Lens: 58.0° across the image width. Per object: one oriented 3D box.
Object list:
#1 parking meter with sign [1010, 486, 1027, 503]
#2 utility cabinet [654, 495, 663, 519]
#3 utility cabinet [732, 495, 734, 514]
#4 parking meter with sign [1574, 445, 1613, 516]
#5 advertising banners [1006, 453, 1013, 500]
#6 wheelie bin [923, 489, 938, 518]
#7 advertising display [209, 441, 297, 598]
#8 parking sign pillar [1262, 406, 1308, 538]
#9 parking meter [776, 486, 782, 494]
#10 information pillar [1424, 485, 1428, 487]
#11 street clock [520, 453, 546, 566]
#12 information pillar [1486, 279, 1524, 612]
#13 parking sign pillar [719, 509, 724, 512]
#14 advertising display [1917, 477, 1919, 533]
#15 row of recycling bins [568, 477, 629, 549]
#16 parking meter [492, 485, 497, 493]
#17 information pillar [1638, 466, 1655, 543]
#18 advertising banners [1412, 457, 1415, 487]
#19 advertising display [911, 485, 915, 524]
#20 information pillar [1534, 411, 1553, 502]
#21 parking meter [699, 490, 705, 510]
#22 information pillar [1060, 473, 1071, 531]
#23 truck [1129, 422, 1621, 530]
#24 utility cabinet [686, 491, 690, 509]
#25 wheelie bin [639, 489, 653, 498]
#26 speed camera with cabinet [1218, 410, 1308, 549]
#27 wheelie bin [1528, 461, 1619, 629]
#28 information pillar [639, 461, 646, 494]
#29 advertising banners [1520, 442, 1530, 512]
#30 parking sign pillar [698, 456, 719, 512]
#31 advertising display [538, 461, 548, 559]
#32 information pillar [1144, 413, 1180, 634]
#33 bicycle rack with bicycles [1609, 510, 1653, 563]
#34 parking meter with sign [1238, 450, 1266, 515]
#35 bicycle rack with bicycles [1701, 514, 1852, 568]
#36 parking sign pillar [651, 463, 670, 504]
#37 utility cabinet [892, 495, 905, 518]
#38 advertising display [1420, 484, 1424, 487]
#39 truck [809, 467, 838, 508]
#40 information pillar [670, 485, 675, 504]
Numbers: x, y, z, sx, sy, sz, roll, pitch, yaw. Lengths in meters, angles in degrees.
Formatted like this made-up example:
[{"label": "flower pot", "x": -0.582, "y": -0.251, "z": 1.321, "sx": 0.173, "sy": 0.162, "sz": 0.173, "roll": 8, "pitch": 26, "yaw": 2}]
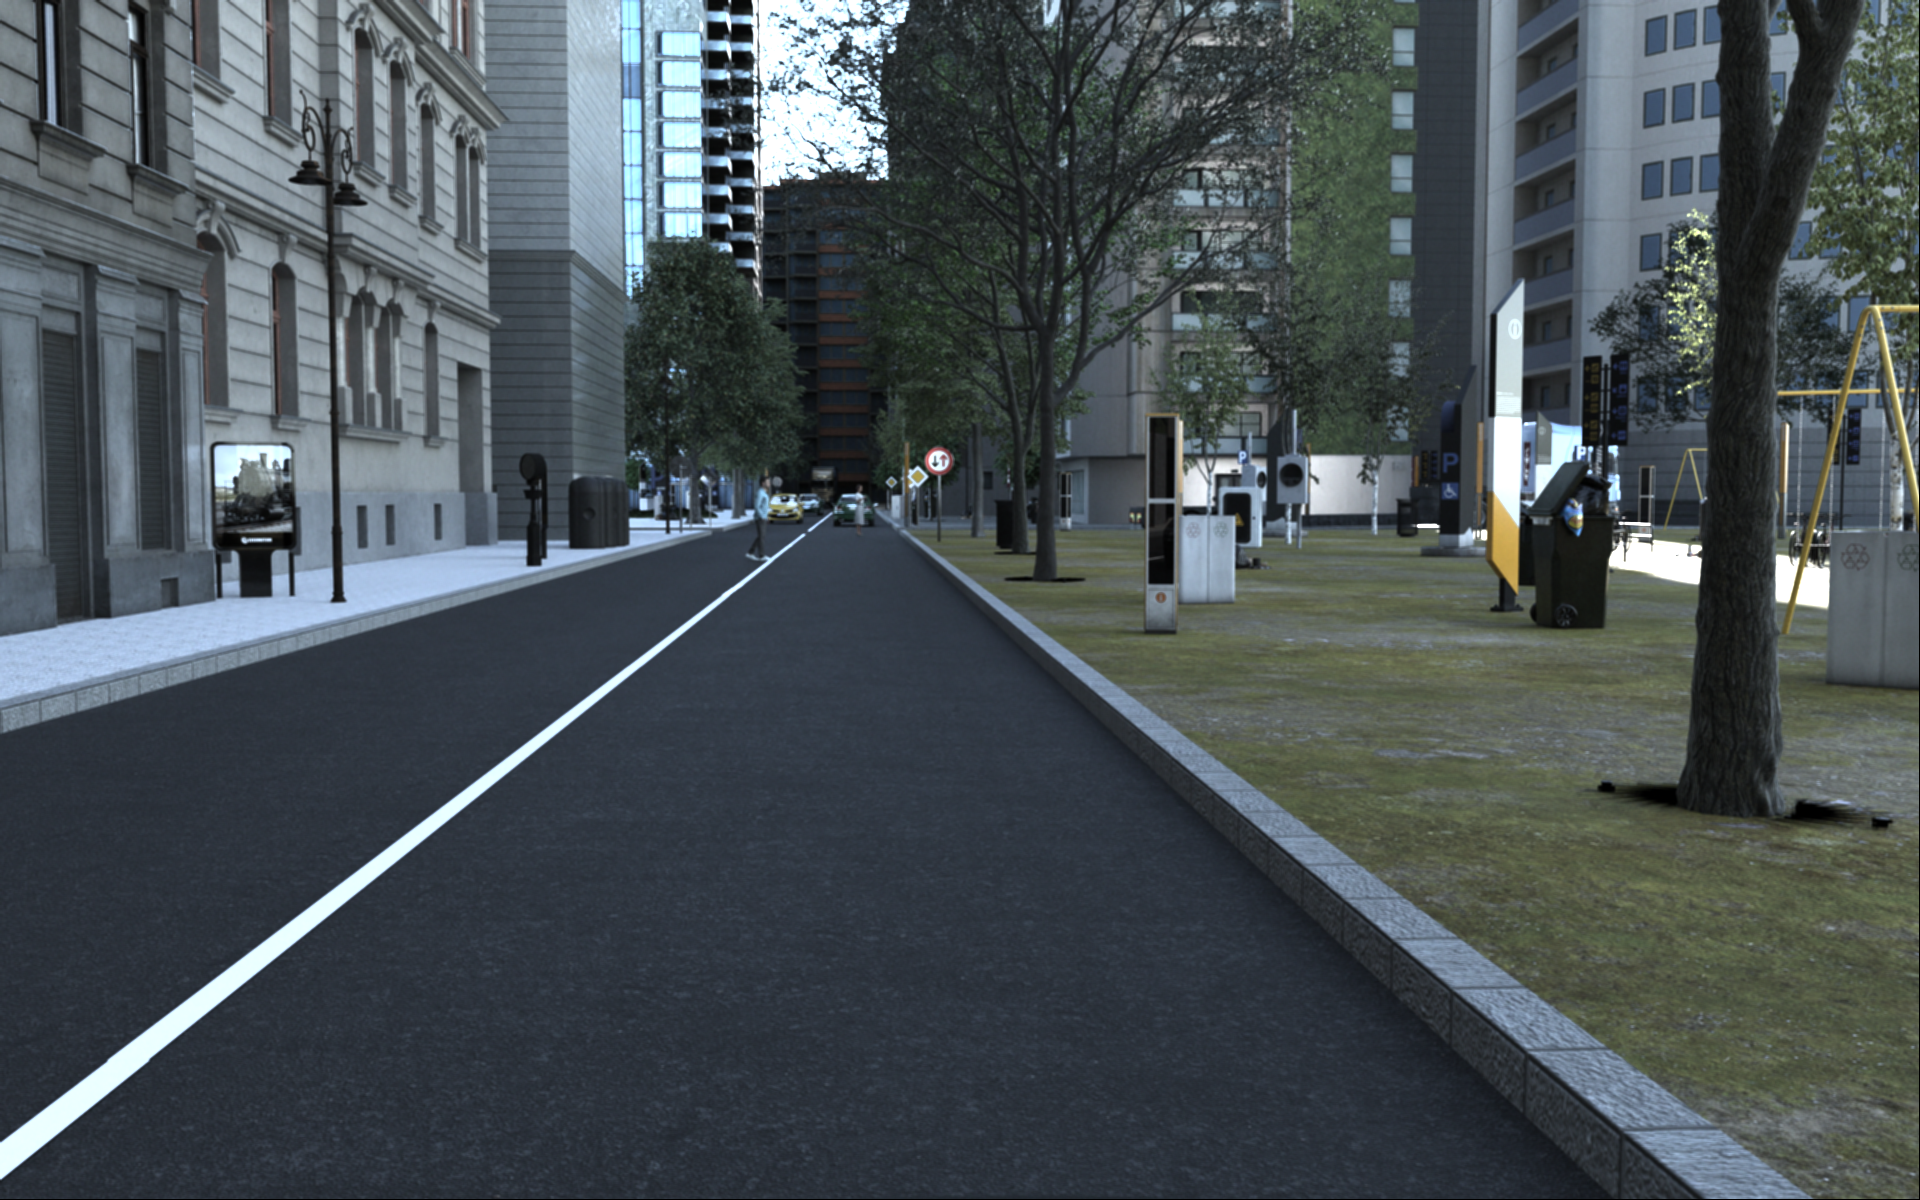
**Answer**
[{"label": "parking meter with sign", "x": 3.040, "y": -5.939, "z": 93.355, "sx": 0.543, "sy": 3.016, "sz": 1.738, "roll": 3, "pitch": 5, "yaw": 42}, {"label": "utility cabinet", "x": -15.557, "y": -4.781, "z": 89.336, "sx": 0.306, "sy": 1.237, "sz": 1.020, "roll": 0, "pitch": 4, "yaw": 0}, {"label": "utility cabinet", "x": -13.156, "y": -5.589, "z": 102.540, "sx": 0.306, "sy": 1.237, "sz": 1.020, "roll": 1, "pitch": 4, "yaw": 19}, {"label": "parking meter with sign", "x": 22.263, "y": -3.947, "z": 60.786, "sx": 0.543, "sy": 3.016, "sz": 1.738, "roll": -1, "pitch": 4, "yaw": -14}, {"label": "advertising banners", "x": 2.312, "y": -4.785, "z": 74.419, "sx": 0.090, "sy": 3.025, "sz": 2.074, "roll": 1, "pitch": 4, "yaw": 20}, {"label": "wheelie bin", "x": -1.587, "y": -5.268, "z": 94.040, "sx": 0.693, "sy": 1.594, "sz": 0.980, "roll": 1, "pitch": 4, "yaw": 16}, {"label": "advertising display", "x": -8.765, "y": -0.996, "z": 21.504, "sx": 0.974, "sy": 1.923, "sz": 0.123, "roll": -2, "pitch": 4, "yaw": -32}, {"label": "parking sign pillar", "x": 9.683, "y": -3.869, "z": 51.727, "sx": 1.447, "sy": 3.967, "sz": 1.447, "roll": -1, "pitch": 4, "yaw": -22}, {"label": "parking meter", "x": -13.224, "y": -7.383, "z": 126.420, "sx": 0.399, "sy": 1.863, "sz": 0.255, "roll": 3, "pitch": 5, "yaw": 44}, {"label": "information pillar", "x": 36.536, "y": -8.027, "z": 135.736, "sx": 0.304, "sy": 2.012, "sz": 0.304, "roll": -2, "pitch": 4, "yaw": -27}, {"label": "street clock", "x": -7.602, "y": -1.608, "z": 30.856, "sx": 0.471, "sy": 2.002, "sz": 0.358, "roll": 3, "pitch": 5, "yaw": 40}, {"label": "information pillar", "x": 5.925, "y": -1.679, "z": 18.813, "sx": 0.504, "sy": 3.616, "sz": 0.183, "roll": -3, "pitch": 4, "yaw": -36}, {"label": "parking sign pillar", "x": -17.834, "y": -8.369, "z": 125.308, "sx": 1.447, "sy": 3.967, "sz": 1.447, "roll": -1, "pitch": 4, "yaw": -15}, {"label": "advertising display", "x": 26.974, "y": -2.623, "z": 48.094, "sx": 0.974, "sy": 1.923, "sz": 0.123, "roll": -1, "pitch": 4, "yaw": -15}, {"label": "row of recycling bins", "x": -8.726, "y": -2.144, "z": 42.163, "sx": 1.069, "sy": 1.692, "sz": 3.534, "roll": 0, "pitch": 4, "yaw": 1}, {"label": "parking meter", "x": -12.738, "y": -2.357, "z": 46.942, "sx": 0.372, "sy": 1.533, "sz": 0.369, "roll": 0, "pitch": 3, "yaw": 0}, {"label": "information pillar", "x": 18.041, "y": -2.510, "z": 45.523, "sx": 0.304, "sy": 2.012, "sz": 0.304, "roll": 3, "pitch": 4, "yaw": 38}, {"label": "advertising banners", "x": 21.768, "y": -5.187, "z": 80.998, "sx": 2.074, "sy": 3.025, "sz": 0.090, "roll": 1, "pitch": 4, "yaw": 15}, {"label": "advertising display", "x": -1.930, "y": -4.189, "z": 73.711, "sx": 0.123, "sy": 1.923, "sz": 0.974, "roll": -1, "pitch": 4, "yaw": -13}, {"label": "information pillar", "x": 16.425, "y": -3.514, "z": 48.806, "sx": 0.504, "sy": 3.616, "sz": 0.183, "roll": -1, "pitch": 4, "yaw": -12}, {"label": "parking meter", "x": -15.813, "y": -5.975, "z": 106.096, "sx": 0.372, "sy": 1.533, "sz": 0.369, "roll": 0, "pitch": 3, "yaw": 0}, {"label": "information pillar", "x": 3.673, "y": -3.412, "z": 60.277, "sx": 0.304, "sy": 2.012, "sz": 0.304, "roll": 2, "pitch": 4, "yaw": 30}, {"label": "truck", "x": 15.799, "y": -4.577, "z": 64.588, "sx": 18.799, "sy": 4.110, "sz": 2.967, "roll": 0, "pitch": 4, "yaw": -5}, {"label": "utility cabinet", "x": -17.344, "y": -6.344, "z": 112.410, "sx": 0.318, "sy": 1.500, "sz": 1.173, "roll": 2, "pitch": 4, "yaw": 24}, {"label": "wheelie bin", "x": -21.038, "y": -6.604, "z": 115.887, "sx": 0.980, "sy": 1.594, "sz": 0.693, "roll": 1, "pitch": 4, "yaw": 9}, {"label": "speed camera with cabinet", "x": 7.127, "y": -2.838, "z": 40.744, "sx": 2.038, "sy": 3.252, "sz": 0.660, "roll": 1, "pitch": 4, "yaw": 16}, {"label": "wheelie bin", "x": 5.926, "y": -0.541, "z": 16.760, "sx": 0.693, "sy": 1.594, "sz": 0.980, "roll": 0, "pitch": 4, "yaw": -2}, {"label": "information pillar", "x": -22.356, "y": -7.993, "z": 122.035, "sx": 0.183, "sy": 3.616, "sz": 0.504, "roll": 3, "pitch": 5, "yaw": 44}, {"label": "advertising banners", "x": 18.911, "y": -3.825, "z": 58.729, "sx": 0.090, "sy": 3.025, "sz": 2.074, "roll": 0, "pitch": 4, "yaw": -3}, {"label": "parking sign pillar", "x": -18.043, "y": -8.152, "z": 121.751, "sx": 1.447, "sy": 3.967, "sz": 1.447, "roll": 0, "pitch": 4, "yaw": 7}, {"label": "advertising display", "x": -8.350, "y": -1.801, "z": 34.664, "sx": 0.123, "sy": 1.923, "sz": 0.974, "roll": -1, "pitch": 4, "yaw": -17}, {"label": "information pillar", "x": 1.857, "y": -0.699, "z": 15.926, "sx": 0.304, "sy": 2.012, "sz": 0.304, "roll": 1, "pitch": 4, "yaw": 8}, {"label": "bicycle rack with bicycles", "x": 11.067, "y": -1.142, "z": 32.060, "sx": 2.852, "sy": 0.926, "sz": 2.925, "roll": 2, "pitch": 4, "yaw": 31}, {"label": "parking meter with sign", "x": 12.018, "y": -4.496, "z": 69.767, "sx": 1.738, "sy": 3.016, "sz": 0.543, "roll": -2, "pitch": 4, "yaw": -34}, {"label": "bicycle rack with bicycles", "x": 14.955, "y": -1.112, "z": 31.559, "sx": 2.852, "sy": 0.926, "sz": 2.925, "roll": 3, "pitch": 5, "yaw": 44}, {"label": "parking sign pillar", "x": -20.900, "y": -8.095, "z": 120.828, "sx": 1.447, "sy": 3.967, "sz": 1.447, "roll": 1, "pitch": 4, "yaw": 20}, {"label": "utility cabinet", "x": -3.302, "y": -4.957, "z": 92.213, "sx": 0.306, "sy": 1.237, "sz": 1.020, "roll": -2, "pitch": 4, "yaw": -28}, {"label": "advertising display", "x": 30.921, "y": -6.777, "z": 116.016, "sx": 0.123, "sy": 1.923, "sz": 0.974, "roll": 0, "pitch": 4, "yaw": 8}, {"label": "truck", "x": -14.267, "y": -11.823, "z": 182.226, "sx": 2.839, "sy": 4.237, "sz": 11.283, "roll": 0, "pitch": 4, "yaw": -2}, {"label": "information pillar", "x": -22.519, "y": -8.033, "z": 135.830, "sx": 0.304, "sy": 2.012, "sz": 0.304, "roll": -1, "pitch": 4, "yaw": -21}]
